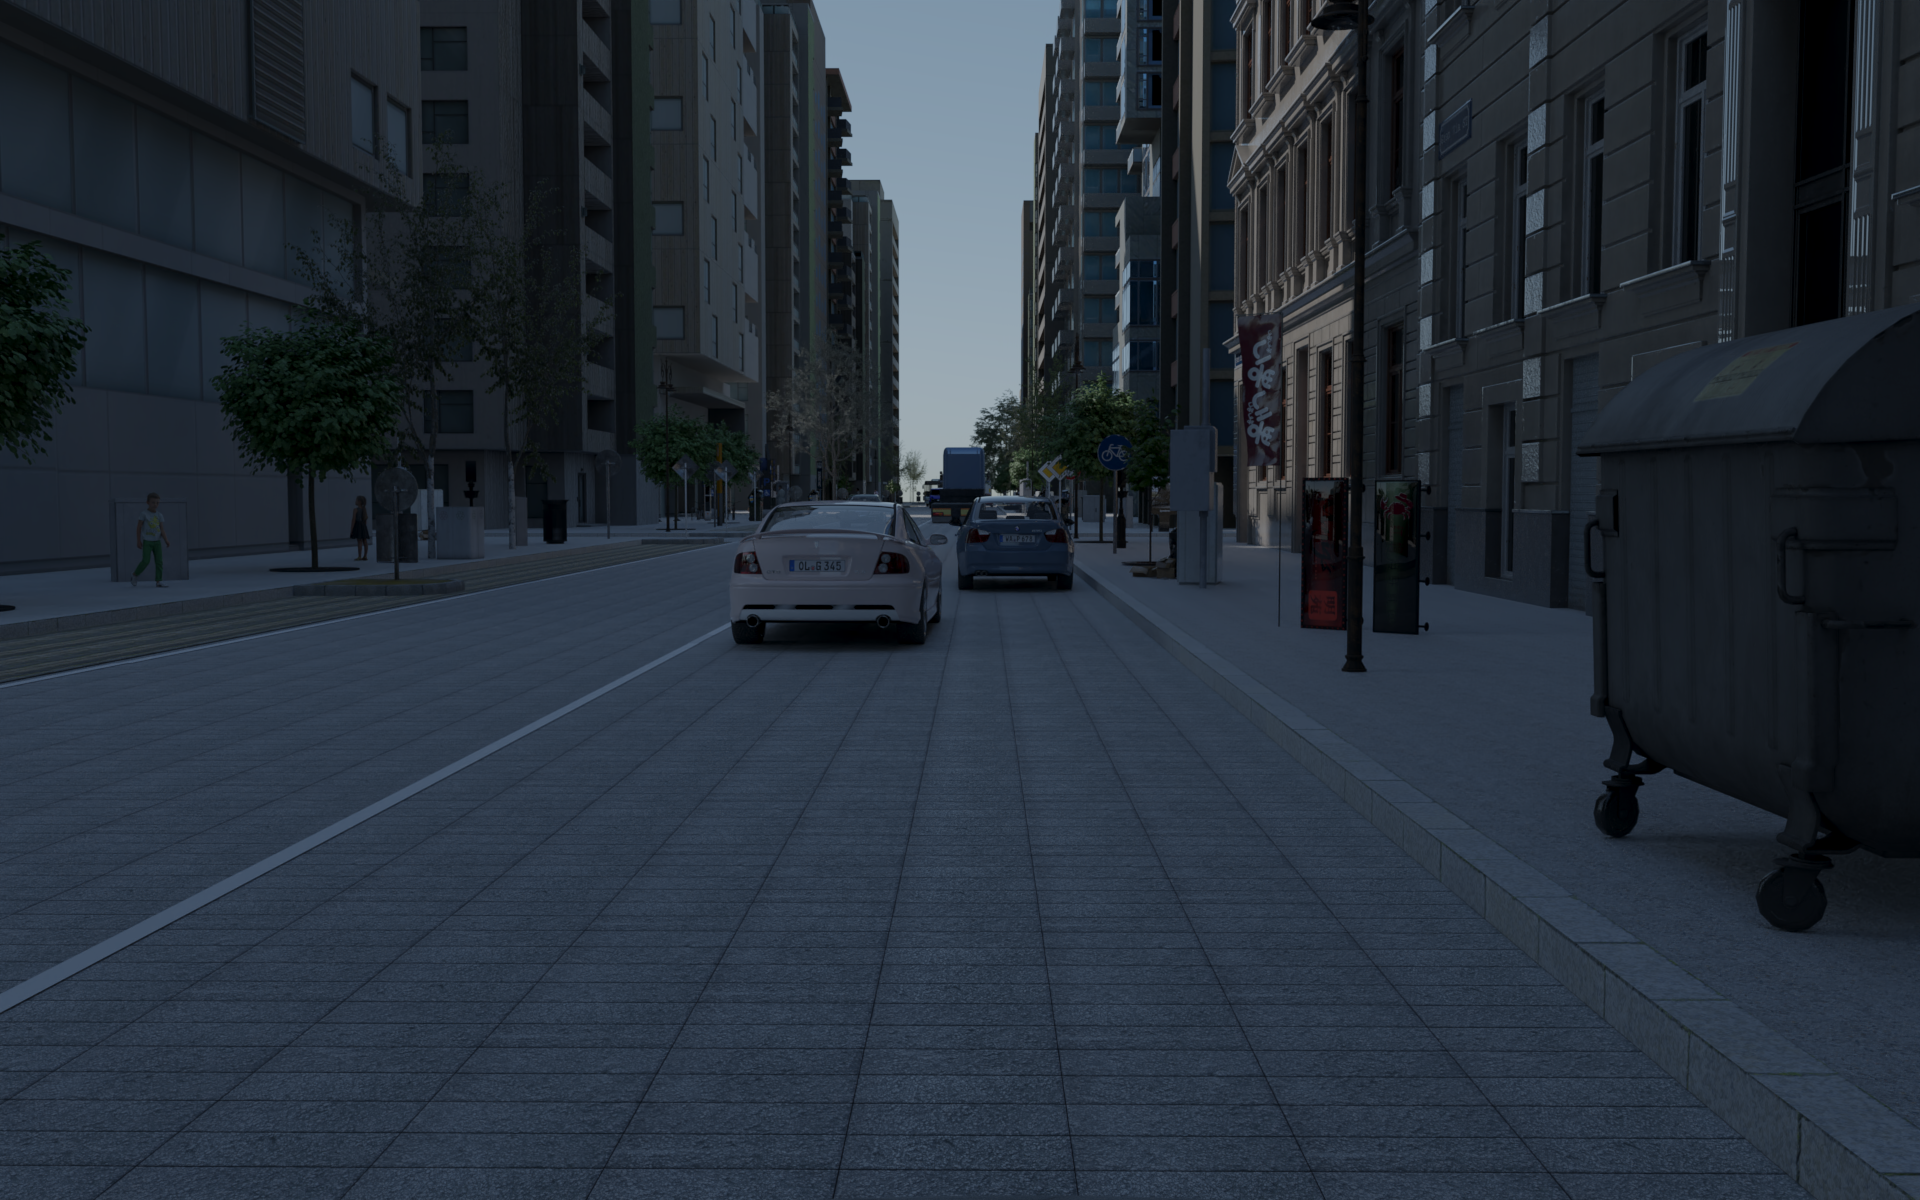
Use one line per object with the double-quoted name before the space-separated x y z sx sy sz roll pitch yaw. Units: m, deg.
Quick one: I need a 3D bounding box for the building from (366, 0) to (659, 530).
"building" -20.150 -18.080 67.317 14.160 30.474 14.107 0 4 1

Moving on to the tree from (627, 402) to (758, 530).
"tree" -10.277 -4.792 62.065 4.285 4.588 4.351 0 3 0

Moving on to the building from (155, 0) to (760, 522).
"building" -26.835 -31.409 102.769 28.713 52.752 27.495 0 4 1

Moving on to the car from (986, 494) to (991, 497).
"car" 2.722 -11.022 189.250 2.155 1.783 4.494 0 4 2

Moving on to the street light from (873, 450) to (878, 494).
"street light" -8.429 -12.254 173.145 0.468 5.910 1.993 0 4 1

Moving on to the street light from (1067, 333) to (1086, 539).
"street light" 3.348 -4.708 49.761 0.468 5.910 1.993 0 4 1

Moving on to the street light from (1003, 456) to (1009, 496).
"street light" 4.754 -12.189 172.083 0.468 5.910 1.993 0 4 1

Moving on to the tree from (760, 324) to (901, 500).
"tree" -9.259 -13.189 126.006 12.009 13.543 11.850 0 3 0

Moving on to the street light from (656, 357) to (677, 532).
"street light" -9.910 -5.250 58.628 0.468 5.910 1.993 0 4 1

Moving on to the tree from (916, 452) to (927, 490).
"tree" -7.319 -20.275 281.865 4.360 8.622 3.978 0 3 0

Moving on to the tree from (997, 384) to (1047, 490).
"tree" 4.263 -10.094 115.392 4.360 8.622 3.978 0 3 0

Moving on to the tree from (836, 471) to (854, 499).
"tree" -9.734 -9.288 146.453 1.663 3.219 1.824 0 3 0

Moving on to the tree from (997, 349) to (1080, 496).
"tree" 4.532 -8.483 89.055 4.737 8.622 4.395 0 3 0

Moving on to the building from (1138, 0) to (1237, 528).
"building" 21.236 -25.522 71.904 28.867 44.769 22.147 0 4 1

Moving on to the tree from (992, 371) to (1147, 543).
"tree" 3.807 -3.788 45.651 4.285 4.588 4.351 0 3 0

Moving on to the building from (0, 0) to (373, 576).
"building" -27.149 -27.021 31.030 27.495 52.752 28.713 0 4 1

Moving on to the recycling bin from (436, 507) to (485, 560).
"recycling bin" -9.884 -1.328 34.271 0.722 1.027 0.722 0 4 7

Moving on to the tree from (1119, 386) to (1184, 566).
"tree" 3.388 -2.228 31.032 1.663 3.219 1.824 0 3 0

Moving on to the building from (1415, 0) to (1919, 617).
"building" 12.193 -13.189 12.905 12.463 27.353 25.104 0 4 1

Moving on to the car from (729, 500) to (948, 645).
"car" -1.190 -0.339 17.902 2.083 1.381 4.827 0 4 2

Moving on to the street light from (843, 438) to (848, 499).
"street light" -8.886 -9.946 135.400 0.468 5.910 1.993 0 4 1

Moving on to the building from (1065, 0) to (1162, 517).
"building" 18.702 -48.700 108.913 22.319 86.520 31.000 0 4 1

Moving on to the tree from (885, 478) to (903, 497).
"tree" -8.338 -13.135 209.353 1.663 3.219 1.824 0 3 0

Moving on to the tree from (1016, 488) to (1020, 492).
"tree" 6.059 -10.706 169.640 1.663 3.219 1.824 0 3 0

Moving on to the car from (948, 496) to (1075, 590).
"car" 0.824 -0.931 27.232 2.014 1.417 4.499 0 4 0

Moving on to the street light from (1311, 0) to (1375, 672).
"street light" 2.854 -2.421 12.363 0.468 5.910 1.993 0 4 1

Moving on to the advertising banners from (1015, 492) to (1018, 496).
"advertising banners" 4.063 -7.752 122.934 0.090 3.025 2.074 0 4 -4

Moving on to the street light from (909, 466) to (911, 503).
"street light" -7.393 -17.384 257.008 0.468 5.910 1.993 0 4 1

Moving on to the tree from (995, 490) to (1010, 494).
"tree" 6.772 -17.971 288.428 1.663 3.219 1.824 0 3 0

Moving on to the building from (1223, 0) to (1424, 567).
"building" 12.259 -12.231 36.136 11.583 22.565 21.152 0 4 1

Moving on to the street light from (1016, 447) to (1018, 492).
"street light" 4.384 -9.726 131.804 0.468 5.910 1.993 0 4 1

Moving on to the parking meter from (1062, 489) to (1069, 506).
"parking meter" 5.597 -5.116 92.065 0.372 1.533 0.369 0 3 0

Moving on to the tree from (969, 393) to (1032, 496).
"tree" 5.767 -19.145 219.672 9.857 13.997 8.962 0 3 0

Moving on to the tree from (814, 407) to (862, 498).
"tree" -9.930 -11.524 138.782 4.360 8.622 3.978 0 3 0

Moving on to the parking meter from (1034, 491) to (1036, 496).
"parking meter" 5.164 -6.660 117.304 0.372 1.533 0.369 0 3 0

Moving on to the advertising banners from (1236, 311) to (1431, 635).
"advertising banners" 3.469 -1.231 16.317 2.074 3.025 0.090 3 5 43

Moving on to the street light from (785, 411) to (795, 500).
"street light" -9.432 -7.543 96.116 0.468 5.910 1.993 0 4 1

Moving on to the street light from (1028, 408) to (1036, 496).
"street light" 3.899 -7.354 93.019 0.468 5.910 1.993 0 4 1

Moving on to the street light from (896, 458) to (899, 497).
"street light" -7.898 -15.070 219.174 0.468 5.910 1.993 0 4 1

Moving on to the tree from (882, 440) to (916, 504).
"tree" -8.393 -17.119 230.255 4.360 8.622 3.978 0 3 0

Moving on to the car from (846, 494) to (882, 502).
"car" -4.156 -3.849 74.729 2.131 1.459 4.920 0 4 0
